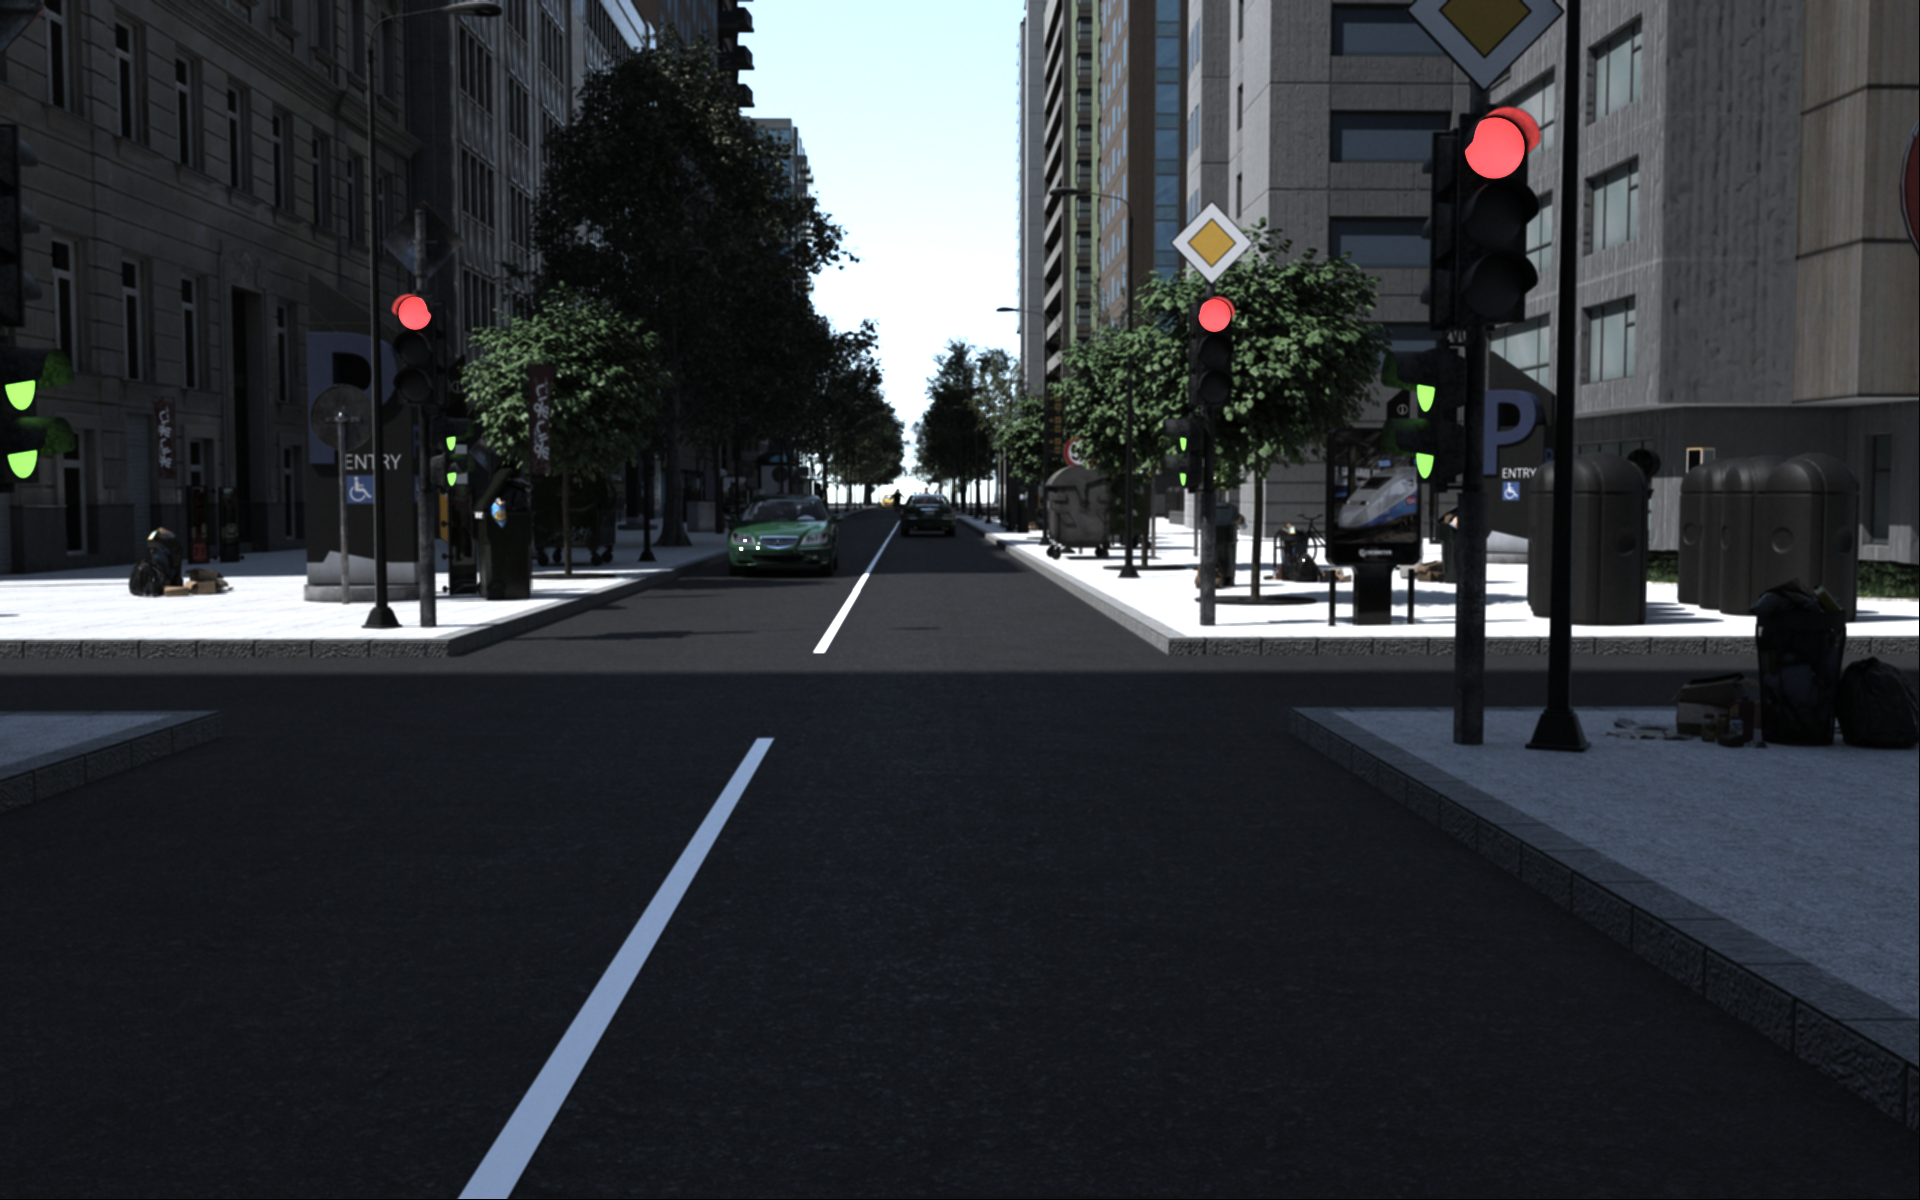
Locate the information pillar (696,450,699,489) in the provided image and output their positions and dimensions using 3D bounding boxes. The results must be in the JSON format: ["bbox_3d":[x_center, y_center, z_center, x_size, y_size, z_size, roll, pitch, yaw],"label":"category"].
[{"bbox_3d":[-13.845,-6.122,91.444,0.183,3.616,0.504,-1,4,-17],"label":"information pillar"}]

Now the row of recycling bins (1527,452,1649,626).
[{"bbox_3d":[6.602,-0.695,18.477,1.069,1.692,3.534,1,4,13],"label":"row of recycling bins"}]

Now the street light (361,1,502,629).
[{"bbox_3d":[-5.017,-2.687,16.480,1.470,5.913,1.316,0,4,-1],"label":"street light"}]

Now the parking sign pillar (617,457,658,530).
[{"bbox_3d":[-11.647,-4.526,62.471,1.447,3.967,1.447,1,4,9],"label":"parking sign pillar"}]

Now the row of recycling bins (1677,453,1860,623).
[{"bbox_3d":[8.686,-0.717,18.834,1.069,1.692,3.534,0,4,6],"label":"row of recycling bins"}]

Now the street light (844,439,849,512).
[{"bbox_3d":[-6.853,-7.391,93.389,1.470,5.913,1.316,0,4,-1],"label":"street light"}]

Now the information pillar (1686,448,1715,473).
[{"bbox_3d":[11.814,-1.418,27.672,0.304,2.012,0.304,-2,4,-28],"label":"information pillar"}]

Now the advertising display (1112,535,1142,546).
[{"bbox_3d":[4.160,-2.307,42.939,0.974,1.923,0.123,-2,4,-26],"label":"advertising display"}]

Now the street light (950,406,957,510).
[{"bbox_3d":[0.347,-7.299,91.872,1.470,5.913,1.316,0,4,-1],"label":"street light"}]

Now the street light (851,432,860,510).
[{"bbox_3d":[-7.313,-8.422,110.234,1.470,5.913,1.316,0,4,-1],"label":"street light"}]

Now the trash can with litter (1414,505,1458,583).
[{"bbox_3d":[7.010,-0.838,25.092,0.624,1.170,1.055,-2,4,-32],"label":"trash can with litter"}]

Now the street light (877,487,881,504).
[{"bbox_3d":[-8.979,-12.480,176.595,1.470,5.913,1.316,0,4,-1],"label":"street light"}]

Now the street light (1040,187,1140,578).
[{"bbox_3d":[2.051,-3.295,26.407,1.470,5.913,1.316,0,4,-1],"label":"street light"}]

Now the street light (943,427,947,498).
[{"bbox_3d":[-0.287,-8.959,119.023,1.470,5.913,1.316,0,4,-1],"label":"street light"}]

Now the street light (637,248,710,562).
[{"bbox_3d":[-5.423,-3.689,32.850,1.470,5.913,1.316,0,4,-1],"label":"street light"}]

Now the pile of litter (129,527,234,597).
[{"bbox_3d":[-10.009,-0.515,22.387,1.176,0.858,1.719,1,4,19],"label":"pile of litter"}]

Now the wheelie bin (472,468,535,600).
[{"bbox_3d":[-5.583,-0.816,21.252,0.693,1.594,0.980,-2,4,-26],"label":"wheelie bin"}]

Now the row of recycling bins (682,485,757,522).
[{"bbox_3d":[-10.930,-4.398,79.026,3.534,1.692,1.069,-1,4,-11],"label":"row of recycling bins"}]

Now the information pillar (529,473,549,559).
[{"bbox_3d":[-8.305,-1.813,34.134,0.304,2.012,0.304,0,4,0],"label":"information pillar"}]

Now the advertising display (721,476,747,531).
[{"bbox_3d":[-7.940,-3.405,60.892,0.974,1.923,0.123,-2,4,-32],"label":"advertising display"}]

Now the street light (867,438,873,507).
[{"bbox_3d":[-8.142,-10.433,143.121,1.470,5.913,1.316,0,4,-1],"label":"street light"}]

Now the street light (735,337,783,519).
[{"bbox_3d":[-5.945,-4.756,50.297,1.470,5.913,1.316,0,4,-1],"label":"street light"}]

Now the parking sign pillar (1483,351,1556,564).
[{"bbox_3d":[10.357,-2.675,32.207,1.447,3.967,1.447,-3,5,-42],"label":"parking sign pillar"}]

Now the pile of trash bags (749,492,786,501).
[{"bbox_3d":[-7.497,-3.652,69.456,1.912,1.369,3.447,-1,4,-21],"label":"pile of trash bags"}]

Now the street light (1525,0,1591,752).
[{"bbox_3d":[2.491,-2.205,8.593,1.470,5.913,1.316,0,4,-1],"label":"street light"}]

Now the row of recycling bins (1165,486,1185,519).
[{"bbox_3d":[11.490,-4.959,88.194,1.069,1.692,3.534,-1,4,-21],"label":"row of recycling bins"}]

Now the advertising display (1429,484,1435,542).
[{"bbox_3d":[12.819,-2.558,47.038,0.123,1.923,0.974,1,4,17],"label":"advertising display"}]

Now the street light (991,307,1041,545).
[{"bbox_3d":[1.590,-4.319,43.156,1.470,5.913,1.316,0,4,-1],"label":"street light"}]

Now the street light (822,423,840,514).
[{"bbox_3d":[-6.687,-6.826,84.144,1.470,5.913,1.316,0,4,-1],"label":"street light"}]

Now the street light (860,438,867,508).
[{"bbox_3d":[-7.765,-9.440,126.882,1.470,5.913,1.316,0,4,-1],"label":"street light"}]

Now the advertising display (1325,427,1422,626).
[{"bbox_3d":[4.036,-0.715,16.911,0.974,1.923,0.123,-1,4,-15],"label":"advertising display"}]

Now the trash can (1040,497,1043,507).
[{"bbox_3d":[3.598,-4.107,78.803,0.748,1.137,0.748,0,3,0],"label":"trash can"}]

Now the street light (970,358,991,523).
[{"bbox_3d":[1.186,-5.312,59.395,1.470,5.913,1.316,0,4,-1],"label":"street light"}]

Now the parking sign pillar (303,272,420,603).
[{"bbox_3d":[-7.246,-1.992,21.038,1.447,3.967,1.447,0,4,-1],"label":"parking sign pillar"}]

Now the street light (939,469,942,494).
[{"bbox_3d":[-0.709,-9.952,135.261,1.470,5.913,1.316,0,4,-1],"label":"street light"}]

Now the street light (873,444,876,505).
[{"bbox_3d":[-8.630,-11.434,159.493,1.470,5.913,1.316,0,4,-1],"label":"street light"}]

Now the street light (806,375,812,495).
[{"bbox_3d":[-6.305,-5.749,66.537,1.470,5.913,1.316,0,4,-1],"label":"street light"}]

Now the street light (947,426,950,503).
[{"bbox_3d":[0.104,-7.966,102.784,1.470,5.913,1.316,0,4,-1],"label":"street light"}]

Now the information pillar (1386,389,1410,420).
[{"bbox_3d":[9.282,-2.774,36.708,0.504,3.616,0.183,1,4,10],"label":"information pillar"}]

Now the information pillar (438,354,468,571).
[{"bbox_3d":[-8.448,-2.296,28.901,0.504,3.616,0.183,-3,5,-39],"label":"information pillar"}]

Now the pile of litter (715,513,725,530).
[{"bbox_3d":[-9.129,-2.963,62.405,1.176,0.858,1.719,2,4,34],"label":"pile of litter"}]

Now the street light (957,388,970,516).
[{"bbox_3d":[0.709,-6.305,75.632,1.470,5.913,1.316,0,4,-1],"label":"street light"}]

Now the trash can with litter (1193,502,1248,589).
[{"bbox_3d":[3.570,-0.761,23.835,0.624,1.170,1.055,1,4,18],"label":"trash can with litter"}]
